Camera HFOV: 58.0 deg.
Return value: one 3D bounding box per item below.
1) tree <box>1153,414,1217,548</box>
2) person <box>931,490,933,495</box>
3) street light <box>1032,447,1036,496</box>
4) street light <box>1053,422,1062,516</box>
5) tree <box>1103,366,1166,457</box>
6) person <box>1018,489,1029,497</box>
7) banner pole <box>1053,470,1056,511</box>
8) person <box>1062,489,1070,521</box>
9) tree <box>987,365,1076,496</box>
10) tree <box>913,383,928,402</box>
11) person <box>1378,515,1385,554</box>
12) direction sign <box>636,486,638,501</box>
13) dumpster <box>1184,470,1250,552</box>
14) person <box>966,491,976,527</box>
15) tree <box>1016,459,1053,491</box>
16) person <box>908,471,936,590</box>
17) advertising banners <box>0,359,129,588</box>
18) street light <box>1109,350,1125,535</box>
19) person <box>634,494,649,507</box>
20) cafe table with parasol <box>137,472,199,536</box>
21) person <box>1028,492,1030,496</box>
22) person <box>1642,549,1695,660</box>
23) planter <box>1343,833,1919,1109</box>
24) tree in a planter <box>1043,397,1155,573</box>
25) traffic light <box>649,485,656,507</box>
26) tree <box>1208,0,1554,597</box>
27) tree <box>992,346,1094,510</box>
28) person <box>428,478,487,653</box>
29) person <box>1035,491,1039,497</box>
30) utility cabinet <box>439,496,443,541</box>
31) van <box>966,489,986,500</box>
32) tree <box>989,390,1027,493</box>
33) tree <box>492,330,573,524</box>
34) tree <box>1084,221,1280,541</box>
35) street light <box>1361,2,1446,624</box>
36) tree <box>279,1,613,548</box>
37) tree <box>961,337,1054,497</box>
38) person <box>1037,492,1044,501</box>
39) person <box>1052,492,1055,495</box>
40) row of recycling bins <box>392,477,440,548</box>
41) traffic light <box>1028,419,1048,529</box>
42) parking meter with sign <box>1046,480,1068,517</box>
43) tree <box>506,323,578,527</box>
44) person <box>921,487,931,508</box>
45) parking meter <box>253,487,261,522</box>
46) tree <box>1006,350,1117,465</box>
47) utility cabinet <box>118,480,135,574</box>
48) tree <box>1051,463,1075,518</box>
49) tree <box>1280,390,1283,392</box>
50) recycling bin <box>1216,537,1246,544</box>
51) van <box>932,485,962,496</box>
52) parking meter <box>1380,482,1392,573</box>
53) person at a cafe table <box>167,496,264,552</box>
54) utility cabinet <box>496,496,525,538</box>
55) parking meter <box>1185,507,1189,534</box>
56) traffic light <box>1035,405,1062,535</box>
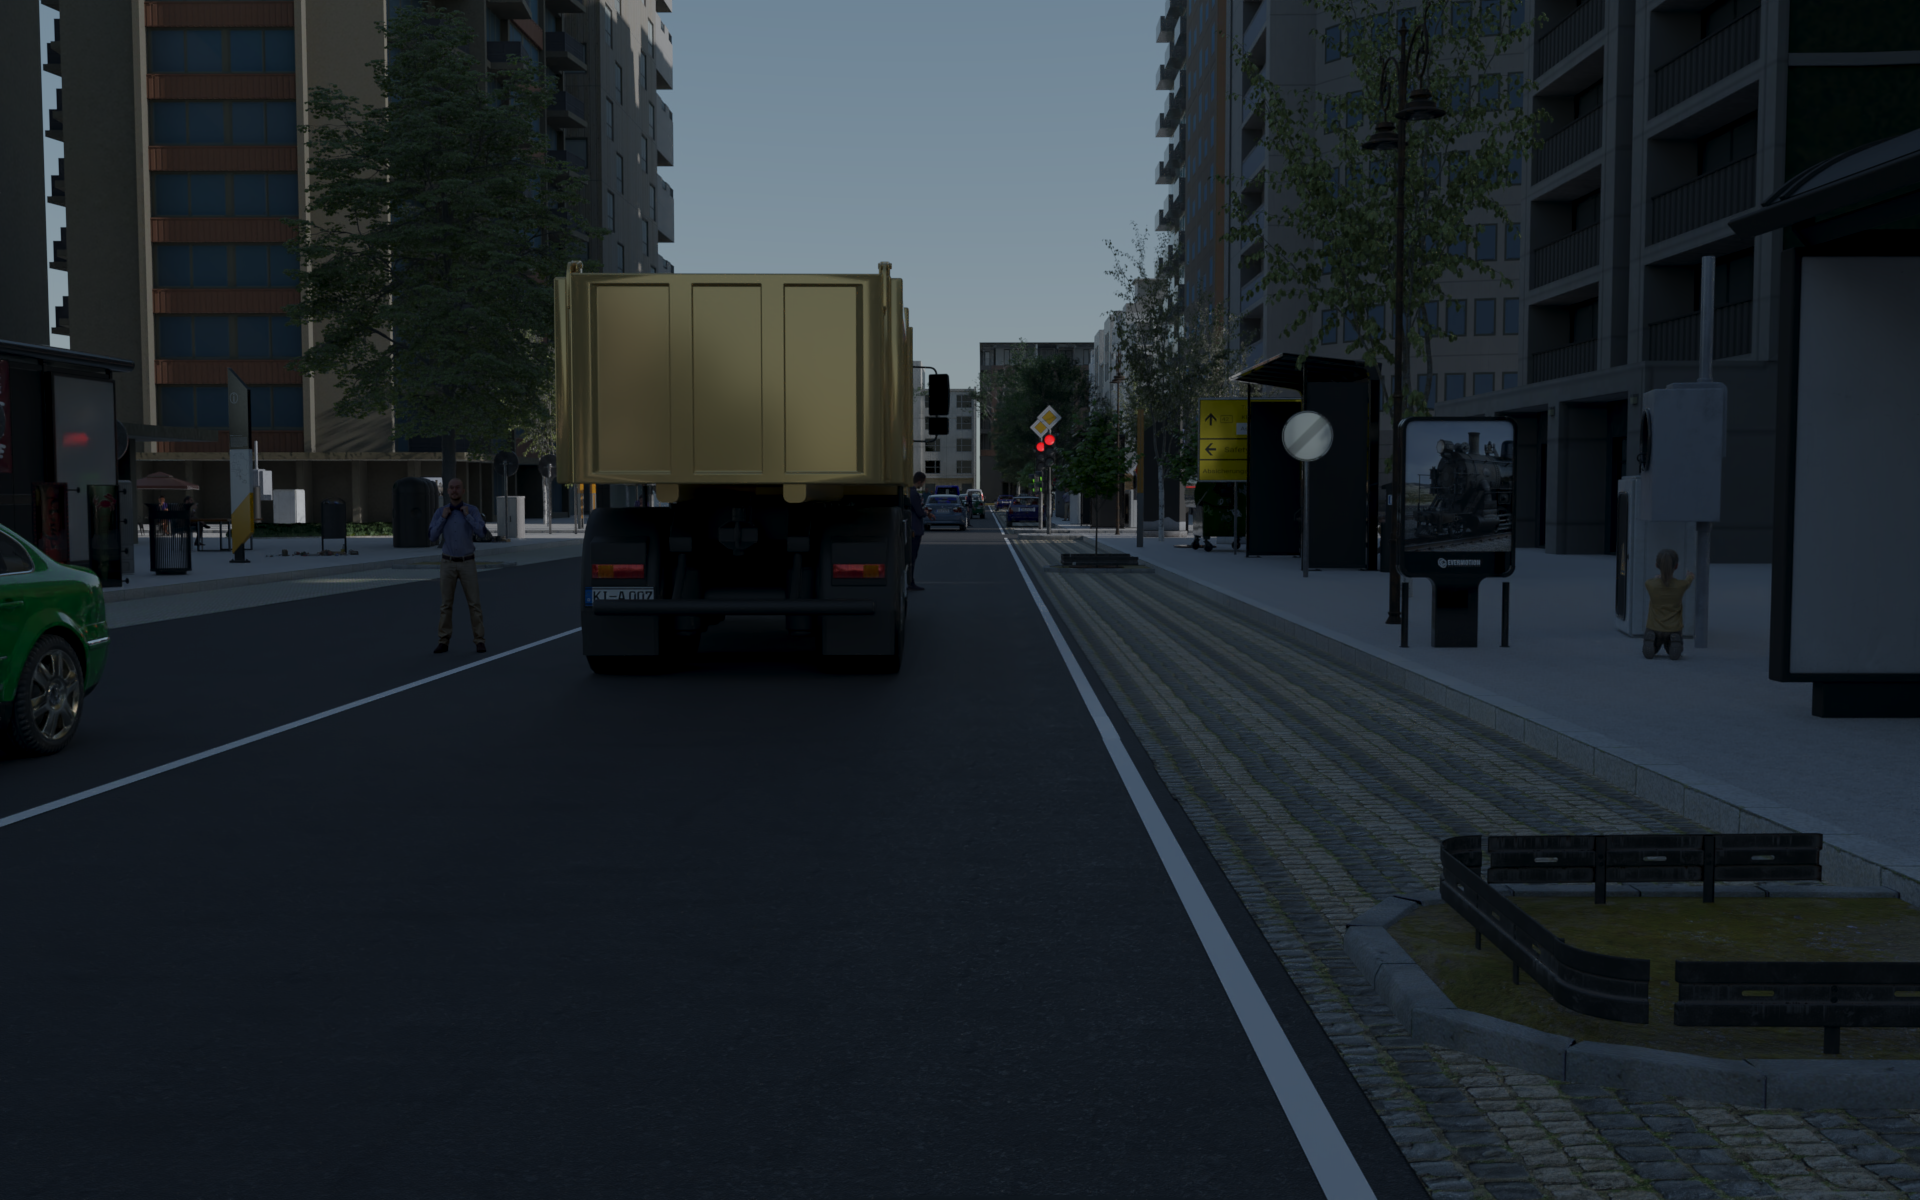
[{"bbox_3d":[5.725,-2.859,41.343,1.663,3.219,1.824,0,3,0],"label":"tree"},{"bbox_3d":[-2.205,-7.668,134.691,0.655,1.722,0.431,0,4,-7],"label":"person"},{"bbox_3d":[5.910,-10.076,137.523,0.468,5.910,1.993,0,4,1],"label":"street light"},{"bbox_3d":[5.606,-7.792,100.184,0.468,5.910,1.993,0,4,1],"label":"street light"},{"bbox_3d":[10.929,-9.113,99.360,4.737,8.622,4.395,0,3,0],"label":"tree"},{"bbox_3d":[3.857,-5.883,105.411,0.841,1.734,0.376,-1,4,-16],"label":"person"},{"bbox_3d":[7.397,-8.753,133.132,0.863,3.779,0.401,0,4,-2],"label":"banner pole"},{"bbox_3d":[5.086,-4.562,82.689,0.516,1.574,0.319,-3,5,-43],"label":"person"},{"bbox_3d":[7.361,-16.298,173.121,9.857,13.997,8.962,0,3,0],"label":"tree"},{"bbox_3d":[-9.389,-21.124,201.261,12.611,20.169,13.585,0,3,0],"label":"tree"},{"bbox_3d":[8.864,-1.328,35.674,0.347,0.859,0.695,-3,5,-39],"label":"person"},{"bbox_3d":[-12.480,-4.578,66.841,0.876,3.537,0.379,2,4,27],"label":"direction sign"},{"bbox_3d":[5.906,-2.231,38.974,1.502,2.255,1.985,0,4,1],"label":"dumpster"},{"bbox_3d":[0.392,-3.990,75.939,0.569,1.553,0.471,-3,5,-44],"label":"person"},{"bbox_3d":[6.852,-10.624,157.419,4.285,4.588,4.351,0,3,0],"label":"tree"},{"bbox_3d":[-0.619,-1.036,25.893,0.568,1.767,0.683,-2,4,-27],"label":"person"},{"bbox_3d":[-12.094,-1.643,23.051,0.090,3.025,2.074,2,4,32],"label":"advertising banners"},{"bbox_3d":[4.959,-4.991,54.384,0.468,5.910,1.993,0,4,1],"label":"street light"},{"bbox_3d":[-8.762,-2.197,47.660,0.421,1.427,0.697,-1,4,-18],"label":"person"},{"bbox_3d":[-24.481,-2.946,53.040,2.610,1.966,2.610,3,5,42],"label":"cafe table with parasol"},{"bbox_3d":[8.542,-12.515,211.104,0.683,1.767,0.568,2,4,25],"label":"person"},{"bbox_3d":[5.565,0.021,13.630,0.347,0.859,0.695,2,4,27],"label":"person"},{"bbox_3d":[2.181,0.988,4.992,1.991,0.319,1.994,0,4,1],"label":"planter"},{"bbox_3d":[2.539,-2.131,32.072,1.991,3.239,1.994,0,4,1],"label":"tree in a planter"},{"bbox_3d":[-9.780,-4.037,54.925,0.839,4.253,0.868,0,4,1],"label":"traffic light"},{"bbox_3d":[5.325,-4.337,21.274,4.737,8.622,4.395,0,3,0],"label":"tree"},{"bbox_3d":[6.053,-11.950,121.142,9.928,11.665,9.643,0,3,0],"label":"tree"},{"bbox_3d":[-4.529,-0.313,15.675,0.516,1.574,0.319,0,4,-2],"label":"person"},{"bbox_3d":[7.905,-10.383,175.666,0.709,1.838,0.599,1,4,13],"label":"person"},{"bbox_3d":[-14.255,-2.205,47.222,1.020,1.237,0.306,3,4,36],"label":"utility cabinet"},{"bbox_3d":[1.217,-8.745,149.998,2.013,2.044,4.112,0,4,0],"label":"van"},{"bbox_3d":[6.729,-16.337,185.239,7.486,12.596,7.792,0,3,0],"label":"tree"},{"bbox_3d":[-17.552,-7.492,72.851,4.737,8.622,4.395,0,3,0],"label":"tree"},{"bbox_3d":[5.579,-5.884,46.570,4.360,8.622,3.978,0,3,0],"label":"tree"},{"bbox_3d":[4.297,-2.701,16.953,0.468,5.910,1.993,0,4,1],"label":"street light"},{"bbox_3d":[-12.224,-7.523,41.127,7.486,12.596,7.792,0,3,0],"label":"tree"},{"bbox_3d":[6.441,-21.766,211.766,12.611,20.169,13.585,0,3,0],"label":"tree"},{"bbox_3d":[6.957,-8.449,144.182,1.348,1.824,0.705,0,4,-2],"label":"person"},{"bbox_3d":[7.757,-8.631,147.239,1.350,1.814,0.705,-3,5,-43],"label":"person"},{"bbox_3d":[-13.452,-2.190,42.925,1.069,1.692,3.534,-1,4,-13],"label":"row of recycling bins"},{"bbox_3d":[2.905,-4.516,62.761,0.839,4.253,0.868,0,4,1],"label":"traffic light"},{"bbox_3d":[5.631,-6.071,95.528,1.738,3.016,0.543,0,4,7],"label":"parking meter with sign"},{"bbox_3d":[-16.132,-7.177,67.713,4.360,8.622,3.978,0,3,0],"label":"tree"},{"bbox_3d":[-1.896,-5.350,96.105,0.598,1.807,0.434,1,4,19],"label":"person"},{"bbox_3d":[-25.986,-3.393,63.881,0.372,1.533,0.369,0,3,0],"label":"parking meter"},{"bbox_3d":[6.707,-10.805,111.071,8.767,10.594,7.601,3,4,38],"label":"tree"},{"bbox_3d":[-13.716,-1.142,27.343,1.173,1.500,0.318,-2,4,-34],"label":"utility cabinet"},{"bbox_3d":[5.817,-5.939,91.697,1.663,3.219,1.824,0,3,0],"label":"tree"},{"bbox_3d":[9.961,-7.081,66.144,4.360,8.622,3.978,0,3,0],"label":"tree"},{"bbox_3d":[7.075,-1.951,44.455,0.722,1.027,0.722,-2,4,-35],"label":"recycling bin"},{"bbox_3d":[-0.931,-7.397,125.326,2.240,2.365,5.245,0,4,-1],"label":"van"},{"bbox_3d":[7.089,-1.223,28.404,0.372,1.533,0.369,0,3,0],"label":"parking meter"},{"bbox_3d":[-16.964,-1.729,39.125,1.726,1.238,1.698,0,4,4],"label":"person at a cafe table"},{"bbox_3d":[-13.220,-2.433,50.936,1.020,1.237,0.306,3,5,41],"label":"utility cabinet"},{"bbox_3d":[7.063,-3.015,55.000,0.399,1.863,0.255,-2,4,-26],"label":"parking meter"},{"bbox_3d":[2.800,-4.028,54.776,0.839,4.253,0.868,0,4,1],"label":"traffic light"}]
